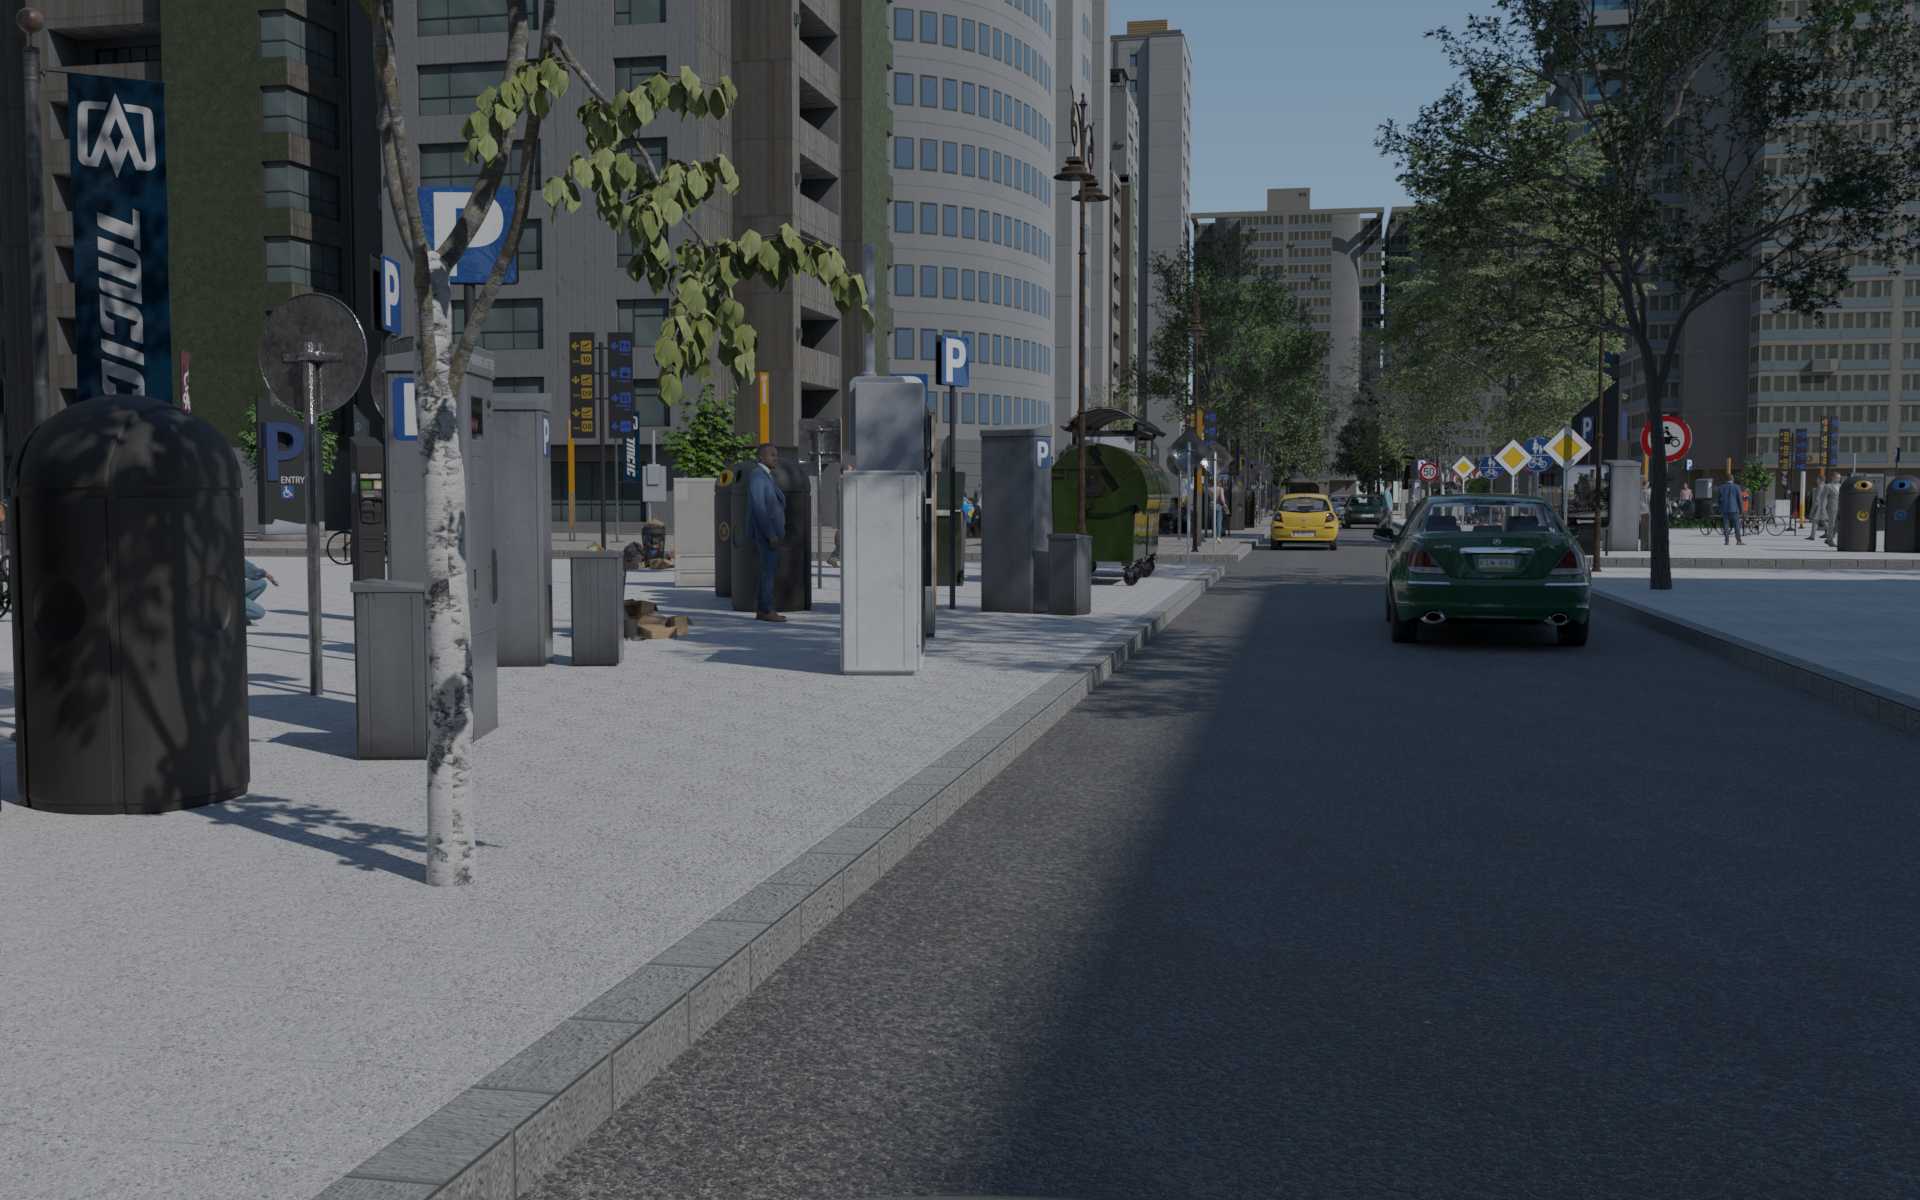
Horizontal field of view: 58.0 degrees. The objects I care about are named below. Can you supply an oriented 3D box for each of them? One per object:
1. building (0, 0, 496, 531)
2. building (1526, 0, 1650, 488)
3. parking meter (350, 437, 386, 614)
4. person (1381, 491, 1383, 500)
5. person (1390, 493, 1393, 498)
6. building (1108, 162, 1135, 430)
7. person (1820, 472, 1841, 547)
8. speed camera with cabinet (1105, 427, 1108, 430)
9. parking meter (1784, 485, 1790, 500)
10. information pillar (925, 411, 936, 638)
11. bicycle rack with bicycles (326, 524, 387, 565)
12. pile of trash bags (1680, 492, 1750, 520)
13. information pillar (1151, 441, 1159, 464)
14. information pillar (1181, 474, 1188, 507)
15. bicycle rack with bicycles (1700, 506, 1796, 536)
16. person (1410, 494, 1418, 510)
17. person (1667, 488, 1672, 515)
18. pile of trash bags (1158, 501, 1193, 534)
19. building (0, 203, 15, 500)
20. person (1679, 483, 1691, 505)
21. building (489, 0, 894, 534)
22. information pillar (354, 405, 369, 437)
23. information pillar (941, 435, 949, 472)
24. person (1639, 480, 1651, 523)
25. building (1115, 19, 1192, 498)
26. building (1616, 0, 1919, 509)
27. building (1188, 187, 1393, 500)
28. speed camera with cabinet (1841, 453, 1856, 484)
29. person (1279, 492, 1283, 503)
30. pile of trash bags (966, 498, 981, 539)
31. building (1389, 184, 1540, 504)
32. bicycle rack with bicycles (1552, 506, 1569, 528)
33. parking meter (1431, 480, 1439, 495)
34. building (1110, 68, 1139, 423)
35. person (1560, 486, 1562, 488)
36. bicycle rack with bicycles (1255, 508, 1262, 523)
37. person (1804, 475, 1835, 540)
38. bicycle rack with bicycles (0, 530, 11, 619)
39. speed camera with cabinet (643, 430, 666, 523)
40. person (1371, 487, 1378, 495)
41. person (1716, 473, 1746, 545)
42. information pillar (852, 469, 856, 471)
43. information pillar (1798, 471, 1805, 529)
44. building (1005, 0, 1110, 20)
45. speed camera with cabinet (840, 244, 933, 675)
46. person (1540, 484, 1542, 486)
[{"bbox_3d":[-28.031,-18.045,66.743,14.107,30.474,14.160,1,4,12],"label":"building"},{"bbox_3d":[61.832,-32.431,149.857,23.786,49.044,30.456,1,4,12],"label":"building"},{"bbox_3d":[-5.994,-0.723,17.537,0.255,1.863,0.399,-2,4,-31],"label":"parking meter"},{"bbox_3d":[45.626,-10.870,186.948,0.721,1.735,1.217,0,4,-2],"label":"person"},{"bbox_3d":[43.543,-10.373,176.352,1.217,1.736,0.721,-1,4,-21],"label":"person"},{"bbox_3d":[7.544,-23.225,151.426,14.160,30.474,14.107,1,4,12],"label":"building"},{"bbox_3d":[21.183,-2.186,41.905,0.709,1.813,0.853,-1,4,-18],"label":"person"},{"bbox_3d":[4.649,-3.448,50.710,0.660,3.252,2.038,-1,4,-11],"label":"speed camera with cabinet"},{"bbox_3d":[50.056,-6.056,104.724,0.399,1.863,0.255,0,4,7],"label":"parking meter"},{"bbox_3d":[-0.370,-0.676,15.552,0.304,2.012,0.304,0,4,0],"label":"information pillar"},{"bbox_3d":[-10.392,-1.172,32.541,2.925,0.926,2.852,-1,4,-22],"label":"bicycle rack with bicycles"},{"bbox_3d":[31.734,-3.845,72.614,1.912,1.369,3.447,-1,4,-18],"label":"pile of trash bags"},{"bbox_3d":[8.255,-5.019,73.416,0.183,3.616,0.504,3,5,44],"label":"information pillar"},{"bbox_3d":[12.082,-6.214,92.953,0.504,3.616,0.183,-2,4,-32],"label":"information pillar"},{"bbox_3d":[24.282,-2.462,53.641,2.925,0.926,2.852,-1,4,-10],"label":"bicycle rack with bicycles"},{"bbox_3d":[21.519,-4.384,81.995,0.425,1.301,0.394,1,4,15],"label":"person"},{"bbox_3d":[18.764,-2.454,46.258,0.391,1.810,0.635,3,5,43],"label":"person"},{"bbox_3d":[6.097,-3.066,59.873,1.912,1.369,3.447,-2,4,-35],"label":"pile of trash bags"},{"bbox_3d":[-54.265,-27.516,73.585,21.600,48.544,21.300,1,4,12],"label":"building"},{"bbox_3d":[35.718,-4.850,85.349,0.555,1.821,0.388,1,4,8],"label":"person"},{"bbox_3d":[-10.825,-17.732,61.618,14.160,30.474,14.107,1,4,12],"label":"building"},{"bbox_3d":[-15.792,-3.327,45.757,0.504,3.616,0.183,2,4,28],"label":"information pillar"},{"bbox_3d":[-0.575,-4.739,68.845,0.183,3.616,0.504,-2,4,-34],"label":"information pillar"},{"bbox_3d":[21.769,-2.951,55.035,0.466,1.731,0.760,1,4,8],"label":"person"},{"bbox_3d":[14.991,-41.549,221.330,28.212,58.520,21.231,1,4,12],"label":"building"},{"bbox_3d":[60.857,-26.343,122.589,32.217,40.220,23.993,1,4,12],"label":"building"},{"bbox_3d":[41.989,-32.469,222.742,23.993,40.220,32.217,1,4,12],"label":"building"},{"bbox_3d":[43.717,-5.521,84.601,2.038,3.252,0.660,-3,5,-42],"label":"speed camera with cabinet"},{"bbox_3d":[24.465,-7.735,133.063,0.990,1.755,0.434,0,4,-6],"label":"person"},{"bbox_3d":[1.486,-2.485,50.376,3.447,1.369,1.912,1,4,10],"label":"pile of trash bags"},{"bbox_3d":[65.505,-32.178,217.994,23.993,40.220,32.217,1,4,12],"label":"building"},{"bbox_3d":[19.246,-2.476,53.870,2.852,0.926,2.925,3,5,39],"label":"bicycle rack with bicycles"},{"bbox_3d":[20.215,-4.153,73.605,0.255,1.863,0.399,1,4,15],"label":"parking meter"},{"bbox_3d":[10.175,-29.758,170.130,14.086,41.232,14.154,1,4,12],"label":"building"},{"bbox_3d":[35.579,-5.886,102.632,0.624,1.780,0.694,0,4,-7],"label":"person"},{"bbox_3d":[13.151,-4.269,83.182,2.852,0.926,2.925,2,4,33],"label":"bicycle rack with bicycles"},{"bbox_3d":[23.742,-2.548,47.802,0.694,1.812,0.767,-2,4,-33],"label":"person"},{"bbox_3d":[-10.081,-0.270,17.799,2.925,0.926,2.852,2,4,25],"label":"bicycle rack with bicycles"},{"bbox_3d":[-8.853,-3.657,54.125,2.038,3.252,0.660,0,4,-4],"label":"speed camera with cabinet"},{"bbox_3d":[32.986,-8.087,138.276,1.348,1.823,0.705,-3,4,-37],"label":"person"},{"bbox_3d":[19.379,-2.281,43.525,0.721,1.800,0.419,2,4,28],"label":"person"},{"bbox_3d":[-3.066,-2.805,50.351,0.304,2.012,0.304,3,4,36],"label":"information pillar"},{"bbox_3d":[31.090,-4.435,63.874,0.183,3.616,0.504,2,4,34],"label":"information pillar"},{"bbox_3d":[-0.852,-35.964,130.016,21.231,58.520,28.212,1,4,12],"label":"building"},{"bbox_3d":[-0.545,-1.149,13.117,0.660,3.252,2.038,0,4,1],"label":"speed camera with cabinet"},{"bbox_3d":[32.525,-5.581,97.250,0.822,1.834,0.622,-2,4,-24],"label":"person"}]
